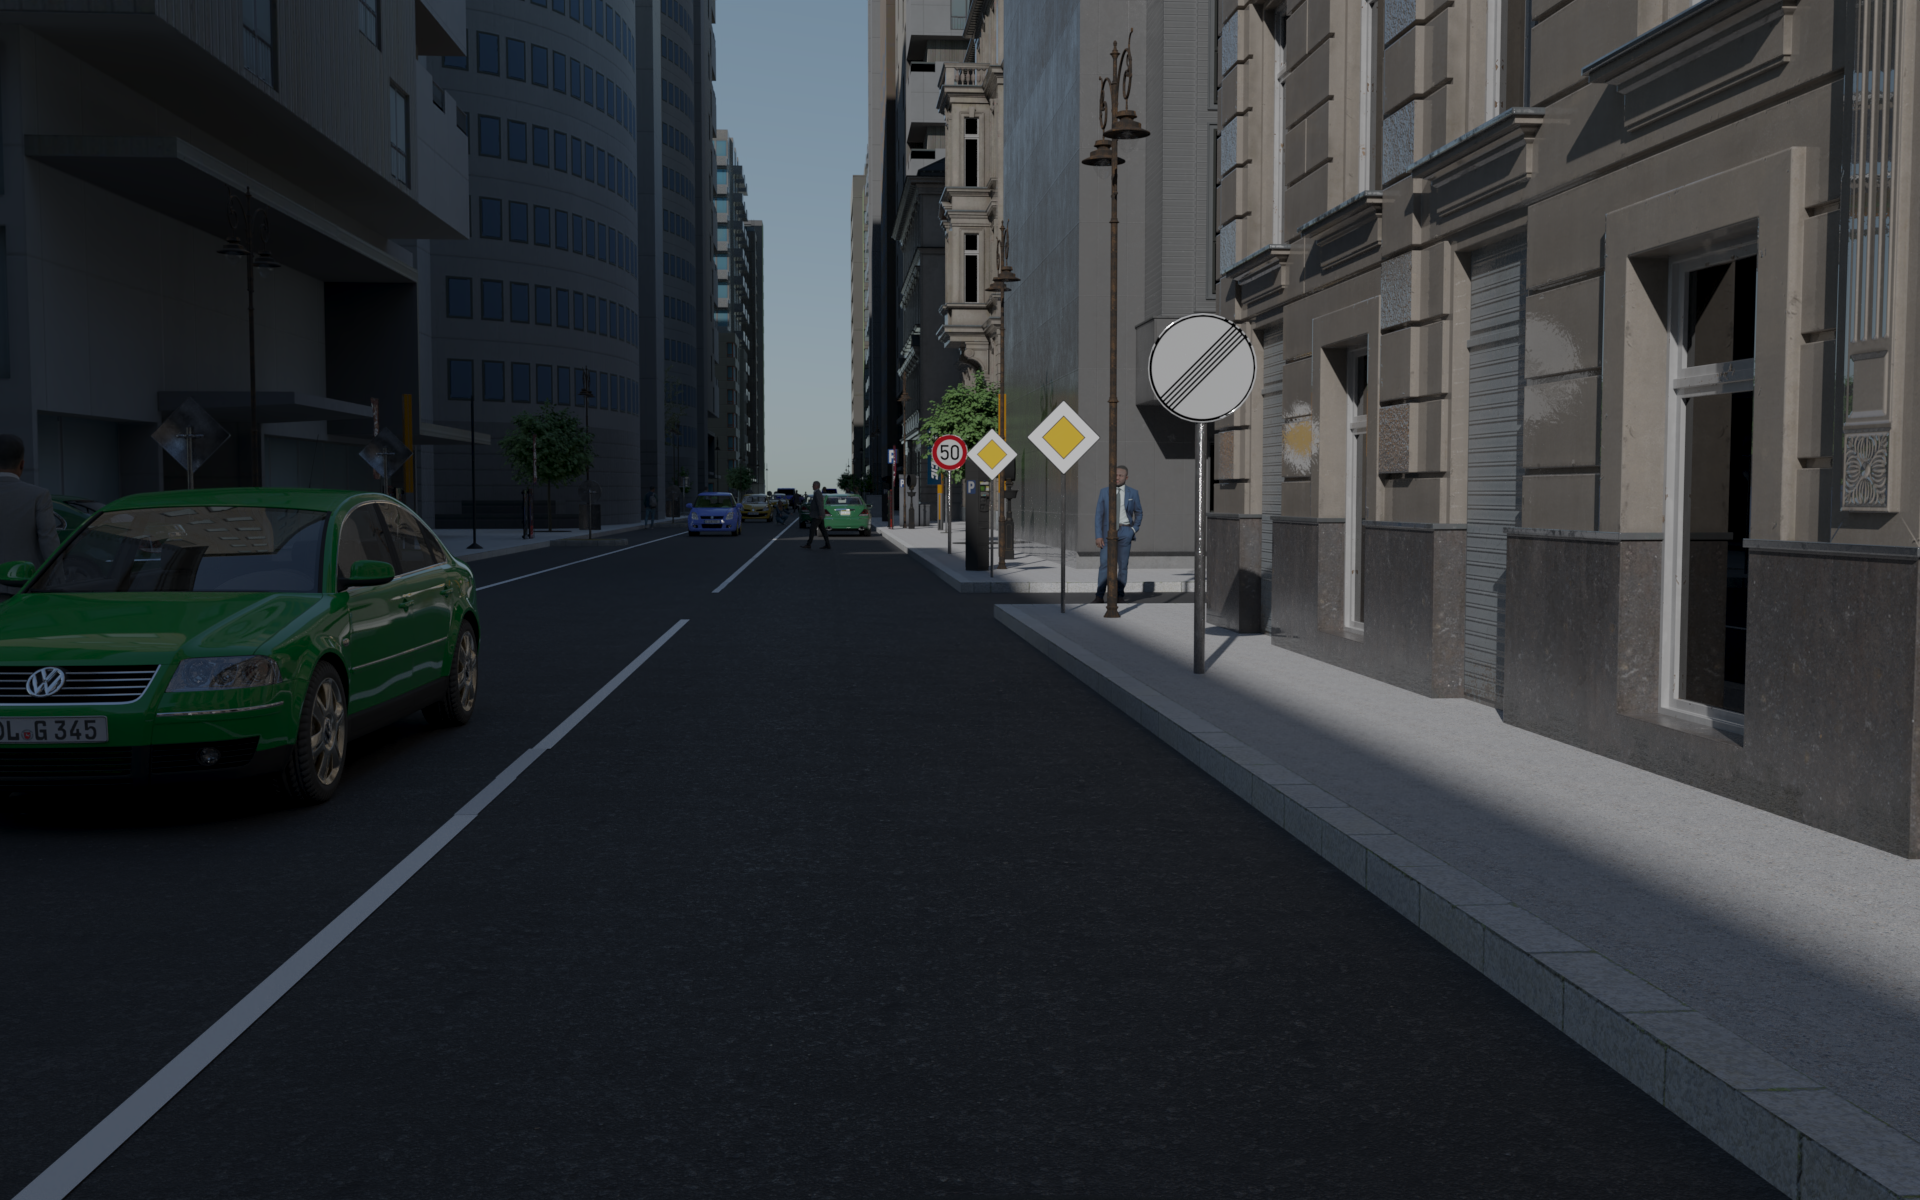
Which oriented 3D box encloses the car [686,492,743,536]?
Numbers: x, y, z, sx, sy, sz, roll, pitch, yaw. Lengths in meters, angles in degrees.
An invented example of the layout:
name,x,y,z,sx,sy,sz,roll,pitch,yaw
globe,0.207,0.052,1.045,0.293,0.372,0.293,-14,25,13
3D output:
name,x,y,z,sx,sy,sz,roll,pitch,yaw
car,-8.472,-3.079,59.925,1.945,1.707,3.694,0,4,-5

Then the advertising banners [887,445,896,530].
name,x,y,z,sx,sy,sz,roll,pitch,yaw
advertising banners,-2.476,-4.070,62.734,0.090,3.025,2.074,-1,4,-9

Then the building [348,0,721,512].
name,x,y,z,sx,sy,sz,roll,pitch,yaw
building,-35.932,-34.633,155.491,28.713,52.752,27.495,0,4,-4

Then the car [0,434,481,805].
name,x,y,z,sx,sy,sz,roll,pitch,yaw
car,-3.868,-0.034,9.348,1.959,1.807,4.718,0,4,-3

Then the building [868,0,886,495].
name,x,y,z,sx,sy,sz,roll,pitch,yaw
building,1.911,-37.941,162.341,21.231,58.520,28.212,0,4,-4

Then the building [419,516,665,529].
name,x,y,z,sx,sy,sz,roll,pitch,yaw
building,-24.650,-32.495,73.290,21.231,58.520,28.212,0,4,-4

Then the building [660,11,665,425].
name,x,y,z,sx,sy,sz,roll,pitch,yaw
building,-26.029,-27.941,106.944,14.600,45.320,14.200,0,4,-4

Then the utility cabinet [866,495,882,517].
name,x,y,z,sx,sy,sz,roll,pitch,yaw
utility cabinet,-4.638,-5.153,95.405,1.020,1.237,0.306,0,4,-3

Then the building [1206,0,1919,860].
name,x,y,z,sx,sy,sz,roll,pitch,yaw
building,9.015,-12.695,4.830,12.463,27.353,25.104,0,4,-4

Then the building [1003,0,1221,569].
name,x,y,z,sx,sy,sz,roll,pitch,yaw
building,16.438,-13.226,35.317,30.058,24.678,14.314,0,4,-4

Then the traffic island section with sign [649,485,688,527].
name,x,y,z,sx,sy,sz,roll,pitch,yaw
traffic island section with sign,-12.466,-4.089,75.480,1.989,1.847,2.006,0,4,-4

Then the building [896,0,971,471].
name,x,y,z,sx,sy,sz,roll,pitch,yaw
building,9.451,-32.501,120.635,28.713,52.752,27.495,0,4,-4

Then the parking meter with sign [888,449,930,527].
name,x,y,z,sx,sy,sz,roll,pitch,yaw
parking meter with sign,-1.971,-4.381,67.882,1.738,3.016,0.543,-3,5,-40

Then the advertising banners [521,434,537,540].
name,x,y,z,sx,sy,sz,roll,pitch,yaw
advertising banners,-12.341,-3.274,49.715,0.090,3.025,2.074,0,4,-2

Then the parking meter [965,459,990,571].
name,x,y,z,sx,sy,sz,roll,pitch,yaw
parking meter,0.294,-1.422,28.961,0.255,1.863,0.399,-3,4,-39

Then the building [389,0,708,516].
name,x,y,z,sx,sy,sz,roll,pitch,yaw
building,-30.288,-35.807,127.441,21.231,58.520,28.212,0,4,-4

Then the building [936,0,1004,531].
name,x,y,z,sx,sy,sz,roll,pitch,yaw
building,6.430,-15.036,64.925,14.460,24.649,34.723,0,4,-4

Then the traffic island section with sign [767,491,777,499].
name,x,y,z,sx,sy,sz,roll,pitch,yaw
traffic island section with sign,-24.816,-13.806,234.350,1.989,1.847,2.006,0,4,-4

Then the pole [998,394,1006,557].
name,x,y,z,sx,sy,sz,roll,pitch,yaw
pole,0.860,-2.541,35.394,0.158,3.312,0.155,0,3,0

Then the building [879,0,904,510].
name,x,y,z,sx,sy,sz,roll,pitch,yaw
building,0.662,-30.049,141.417,14.600,45.320,14.200,0,4,-4

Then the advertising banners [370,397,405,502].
name,x,y,z,sx,sy,sz,roll,pitch,yaw
advertising banners,-10.709,-2.215,32.401,0.090,3.025,2.074,0,4,-3

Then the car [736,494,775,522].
name,x,y,z,sx,sy,sz,roll,pitch,yaw
car,-10.497,-4.810,88.873,2.015,1.641,3.980,0,4,-4

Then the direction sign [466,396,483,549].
name,x,y,z,sx,sy,sz,roll,pitch,yaw
direction sign,-11.383,-2.968,40.517,0.379,3.537,0.876,-1,4,-18

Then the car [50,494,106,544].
name,x,y,z,sx,sy,sz,roll,pitch,yaw
car,-12.281,-0.617,21.884,4.920,1.459,2.131,0,4,-5

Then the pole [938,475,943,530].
name,x,y,z,sx,sy,sz,roll,pitch,yaw
pole,-0.686,-4.106,60.981,0.158,3.312,0.155,0,3,0

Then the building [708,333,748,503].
name,x,y,z,sx,sy,sz,roll,pitch,yaw
building,-38.970,-21.661,199.200,27.650,21.520,28.899,0,4,-4

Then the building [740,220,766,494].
name,x,y,z,sx,sy,sz,roll,pitch,yaw
building,-35.628,-34.696,250.865,14.154,41.232,14.086,0,4,-4

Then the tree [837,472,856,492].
name,x,y,z,sx,sy,sz,roll,pitch,yaw
tree,-14.719,-14.997,228.915,4.285,4.588,4.351,0,3,0

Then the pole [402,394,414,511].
name,x,y,z,sx,sy,sz,roll,pitch,yaw
pole,-11.293,-2.545,35.449,0.158,3.312,0.155,0,3,0

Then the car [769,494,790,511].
name,x,y,z,sx,sy,sz,roll,pitch,yaw
car,-15.429,-8.373,147.119,2.015,1.641,3.980,0,4,-4

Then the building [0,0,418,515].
name,x,y,z,sx,sy,sz,roll,pitch,yaw
building,-26.738,-27.411,37.410,28.713,52.752,27.495,0,4,-4

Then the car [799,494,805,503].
name,x,y,z,sx,sy,sz,roll,pitch,yaw
car,-22.783,-14.212,244.364,2.014,1.417,4.499,0,4,-4

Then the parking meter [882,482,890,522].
name,x,y,z,sx,sy,sz,roll,pitch,yaw
parking meter,-3.458,-4.607,81.033,0.399,1.863,0.255,0,4,0

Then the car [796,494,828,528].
name,x,y,z,sx,sy,sz,roll,pitch,yaw
car,-5.944,-3.808,74.063,2.131,1.459,4.920,0,4,-4

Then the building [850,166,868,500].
name,x,y,z,sx,sy,sz,roll,pitch,yaw
building,-4.914,-38.313,250.120,21.300,48.544,21.600,0,4,-4

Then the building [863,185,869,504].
name,x,y,z,sx,sy,sz,roll,pitch,yaw
building,-5.978,-33.546,232.069,14.154,41.232,14.086,0,4,-4

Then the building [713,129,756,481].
name,x,y,z,sx,sy,sz,roll,pitch,yaw
building,-39.306,-37.213,228.045,23.786,49.044,30.456,0,4,-4

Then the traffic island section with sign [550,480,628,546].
name,x,y,z,sx,sy,sz,roll,pitch,yaw
traffic island section with sign,-10.380,-2.445,48.605,1.989,1.847,2.006,0,4,-4

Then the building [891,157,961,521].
name,x,y,z,sx,sy,sz,roll,pitch,yaw
building,1.997,-13.902,91.925,10.561,19.102,19.286,0,4,-4

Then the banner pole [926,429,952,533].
name,x,y,z,sx,sy,sz,roll,pitch,yaw
banner pole,-0.677,-4.077,56.674,0.863,3.779,0.401,1,4,9

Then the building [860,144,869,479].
name,x,y,z,sx,sy,sz,roll,pitch,yaw
building,-0.126,-36.109,209.988,23.786,49.044,30.456,0,4,-4

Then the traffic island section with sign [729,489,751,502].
name,x,y,z,sx,sy,sz,roll,pitch,yaw
traffic island section with sign,-16.335,-7.138,125.337,1.989,1.847,2.006,0,4,-4

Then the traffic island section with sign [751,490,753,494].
name,x,y,z,sx,sy,sz,roll,pitch,yaw
traffic island section with sign,-18.466,-8.806,152.602,1.989,1.847,2.006,0,4,-4

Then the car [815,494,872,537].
name,x,y,z,sx,sy,sz,roll,pitch,yaw
car,-4.047,-2.920,59.535,2.131,1.459,4.920,0,4,-6
